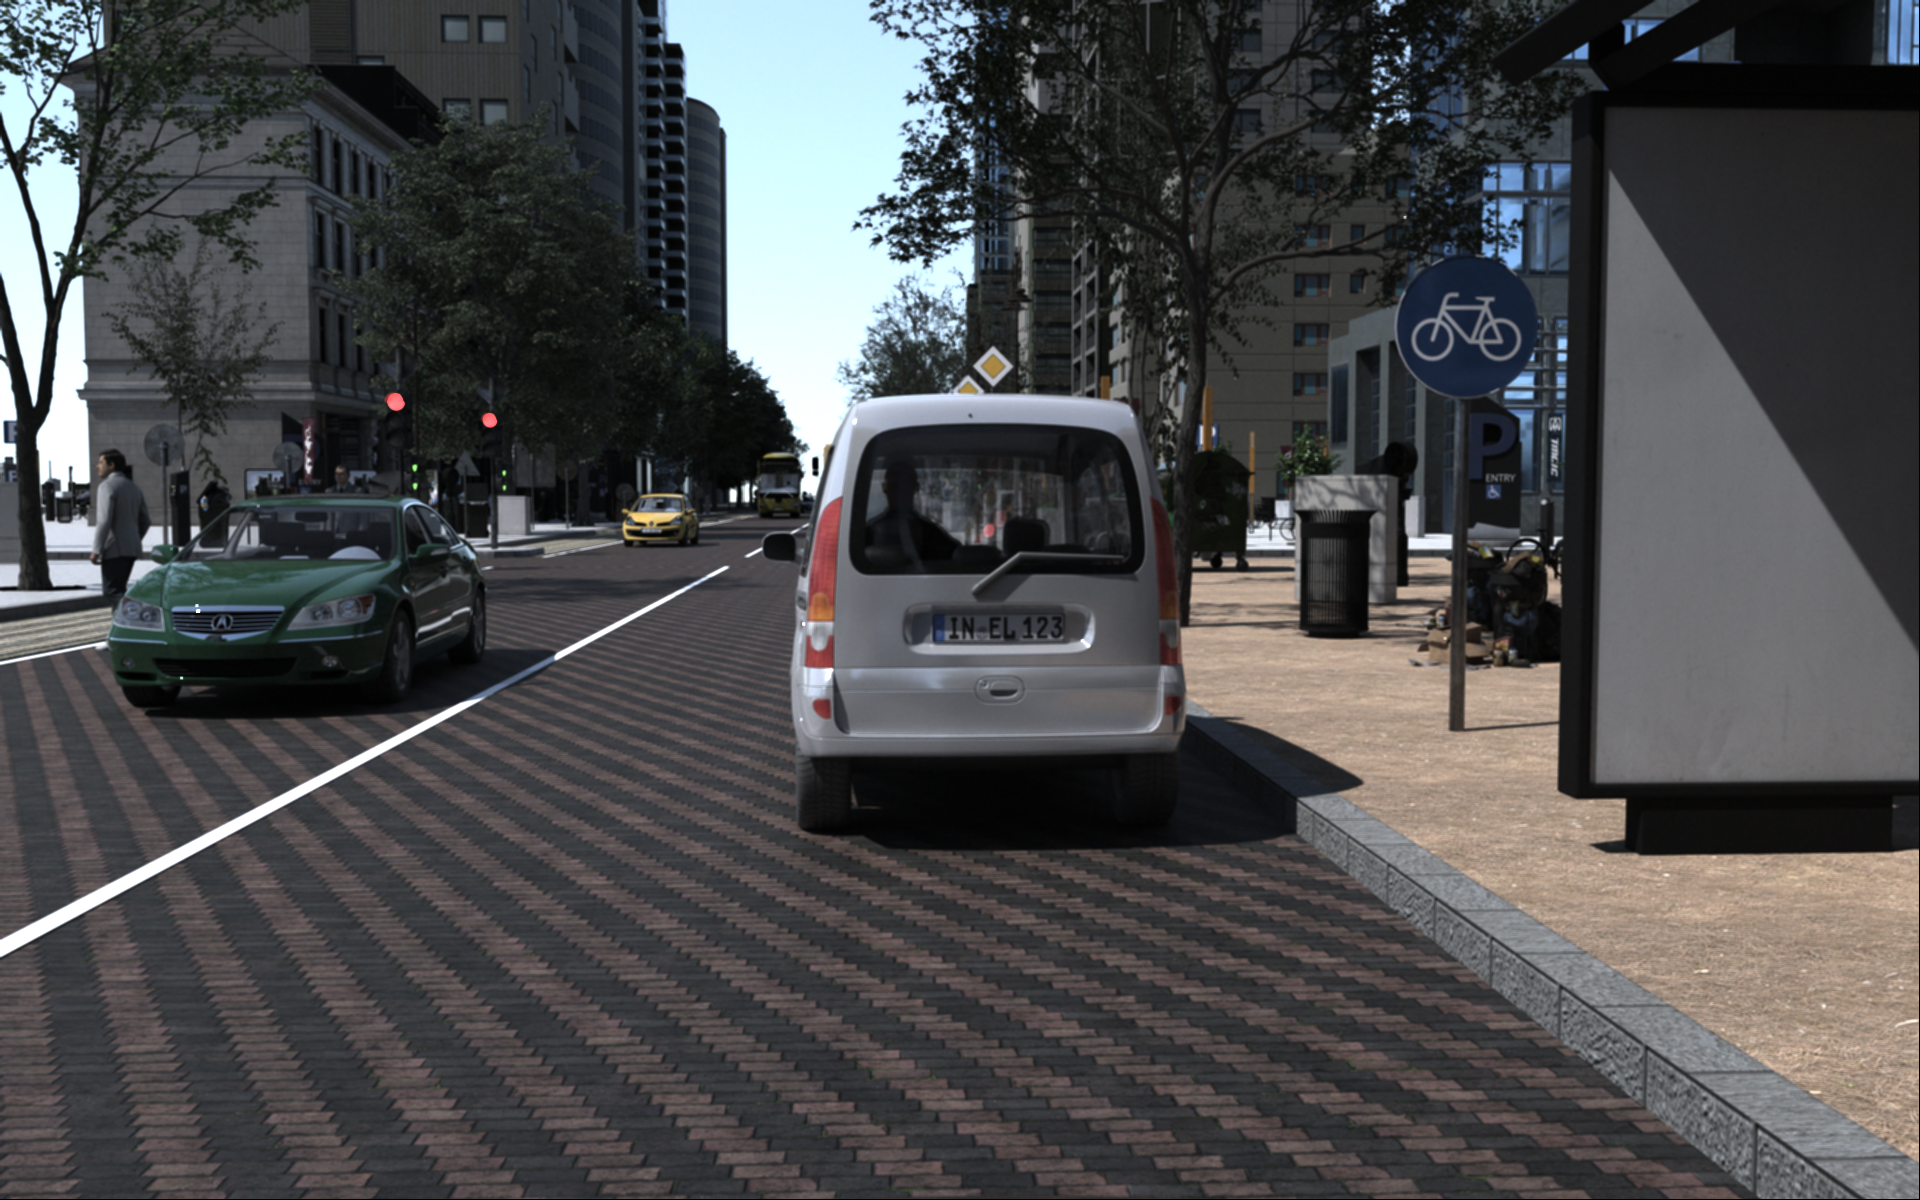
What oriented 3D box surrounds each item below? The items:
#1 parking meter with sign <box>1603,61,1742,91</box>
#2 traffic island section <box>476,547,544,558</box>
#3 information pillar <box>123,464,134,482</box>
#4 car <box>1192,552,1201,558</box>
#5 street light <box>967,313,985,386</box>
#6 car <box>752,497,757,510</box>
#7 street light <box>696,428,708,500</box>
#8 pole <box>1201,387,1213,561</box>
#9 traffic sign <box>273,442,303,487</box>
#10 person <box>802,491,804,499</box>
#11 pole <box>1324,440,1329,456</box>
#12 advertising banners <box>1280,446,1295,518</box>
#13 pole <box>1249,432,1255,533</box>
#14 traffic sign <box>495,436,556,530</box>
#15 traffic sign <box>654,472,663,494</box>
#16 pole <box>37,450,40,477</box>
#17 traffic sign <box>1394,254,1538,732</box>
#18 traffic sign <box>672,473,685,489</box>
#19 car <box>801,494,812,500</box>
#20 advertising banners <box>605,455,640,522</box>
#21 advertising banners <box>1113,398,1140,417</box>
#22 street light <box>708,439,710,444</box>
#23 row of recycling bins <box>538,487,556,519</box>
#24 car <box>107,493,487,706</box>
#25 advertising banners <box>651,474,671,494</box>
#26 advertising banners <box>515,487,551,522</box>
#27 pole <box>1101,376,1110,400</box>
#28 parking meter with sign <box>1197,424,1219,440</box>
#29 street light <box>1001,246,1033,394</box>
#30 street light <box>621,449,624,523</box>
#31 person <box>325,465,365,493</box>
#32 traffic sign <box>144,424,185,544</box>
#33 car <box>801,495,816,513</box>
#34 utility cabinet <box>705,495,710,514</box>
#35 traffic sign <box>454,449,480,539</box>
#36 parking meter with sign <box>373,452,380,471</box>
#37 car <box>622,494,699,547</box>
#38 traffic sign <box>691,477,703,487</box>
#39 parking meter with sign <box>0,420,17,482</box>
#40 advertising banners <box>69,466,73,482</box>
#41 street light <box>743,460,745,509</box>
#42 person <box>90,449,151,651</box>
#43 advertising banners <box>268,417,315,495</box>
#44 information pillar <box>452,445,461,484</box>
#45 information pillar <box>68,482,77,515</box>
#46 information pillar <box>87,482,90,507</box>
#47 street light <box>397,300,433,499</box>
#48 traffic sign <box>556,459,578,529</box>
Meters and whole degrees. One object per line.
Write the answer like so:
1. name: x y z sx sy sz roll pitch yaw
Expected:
1. parking meter with sign: 3.386 -0.712 7.902 0.543 3.016 1.738 2 4 33
2. traffic island section: -10.862 -1.105 40.344 2.009 0.180 2.903 0 4 -3
3. information pillar: -20.388 -2.318 42.387 0.304 2.012 0.304 -3 4 -36
4. car: 3.321 -1.713 36.811 4.718 1.807 1.959 0 4 -3
5. street light: 0.459 -4.383 44.444 0.468 5.910 1.993 0 4 -3
6. car: -16.308 -8.308 144.624 1.959 1.807 4.718 0 4 -2
7. street light: -16.753 -8.480 111.432 0.468 5.910 1.993 0 4 -3
8. pole: 4.707 -2.393 32.977 0.158 3.312 0.155 0 3 0
9. traffic sign: -16.357 -2.574 42.198 0.768 2.556 0.104 0 4 2
10. person: -21.257 -13.880 235.417 0.705 1.826 1.348 1 4 10
11. pole: 13.911 -4.401 65.805 0.158 3.312 0.155 0 3 0
12. advertising banners: 12.618 -4.074 62.792 2.074 3.025 0.090 0 4 -2
13. pole: 9.554 -3.845 56.707 0.158 3.312 0.155 0 3 0
14. traffic sign: -15.388 -4.109 61.052 2.265 3.308 0.079 0 4 1
15. traffic sign: -18.128 -6.307 103.121 0.884 2.594 0.081 0 4 3
16. pole: -42.449 -5.255 79.757 0.158 3.312 0.155 0 3 0
17. traffic sign: 2.691 -0.563 9.305 0.768 2.556 0.104 0 4 0
18. traffic sign: -16.628 -6.261 102.474 0.768 2.556 0.104 0 4 -1
19. car: -22.308 -14.965 254.894 2.015 1.641 3.980 0 4 -4
20. advertising banners: -15.462 -5.034 78.493 2.074 3.025 0.090 -2 4 -35
21. advertising banners: 2.277 -2.165 31.590 2.074 3.025 0.090 0 4 -1
22. street light: -17.103 -8.813 116.886 0.468 5.910 1.993 0 4 -3
23. row of recycling bins: -21.566 -4.869 86.728 1.069 1.692 3.534 2 4 24
24. car: -4.869 -0.092 13.306 2.131 1.459 4.920 0 4 -5
25. advertising banners: -17.738 -6.480 102.139 0.090 3.025 2.074 2 4 30
26. advertising banners: -19.651 -5.044 78.650 2.074 3.025 0.090 -2 4 -27
27. pole: 2.516 -2.216 30.076 0.158 3.312 0.155 0 3 0
28. parking meter with sign: 5.814 -2.825 42.443 0.543 3.016 1.738 2 4 25
29. street light: 1.061 -3.653 32.510 0.468 5.910 1.993 0 4 -3
30. street light: -14.890 -6.337 76.393 0.468 5.910 1.993 0 4 -3
31. person: -8.016 -0.843 22.383 0.694 1.812 0.767 0 4 5
32. traffic sign: -14.501 -1.924 31.569 0.768 2.556 0.104 0 4 5
33. car: -11.236 -7.267 131.398 1.945 1.354 3.894 0 4 -5
34. utility cabinet: -16.555 -6.258 113.476 0.306 1.237 1.020 -1 4 -10
35. traffic sign: -14.216 -3.044 49.768 0.884 2.594 0.081 0 4 4
36. parking meter with sign: -23.371 -4.628 71.925 1.738 3.016 0.543 -2 4 -35
37. car: -8.309 -2.325 48.242 2.015 1.641 3.980 0 4 -2
38. traffic sign: -17.236 -6.878 113.640 0.795 2.450 0.064 0 4 4
39. parking meter with sign: -22.852 -2.785 41.794 0.543 3.016 1.738 -3 4 -36
40. advertising banners: -55.196 -6.771 106.898 0.090 3.025 2.074 0 4 -2
41. street light: -19.009 -10.972 152.175 0.468 5.910 1.993 0 4 -3
42. person: -7.557 -0.451 15.721 0.795 1.843 0.661 1 4 9
43. advertising banners: -15.454 -2.684 40.079 2.074 3.025 0.090 3 5 40
44. information pillar: -23.883 -5.555 82.183 0.183 3.616 0.504 2 4 26
45. information pillar: -53.310 -6.086 103.994 0.304 2.012 0.304 1 4 14
46. information pillar: -55.128 -6.444 109.853 0.304 2.012 0.304 -3 5 -45
47. street light: -12.965 -4.194 41.358 0.468 5.910 1.993 0 4 -3
48. traffic sign: -14.303 -3.850 63.060 0.768 2.556 0.104 0 4 -2
